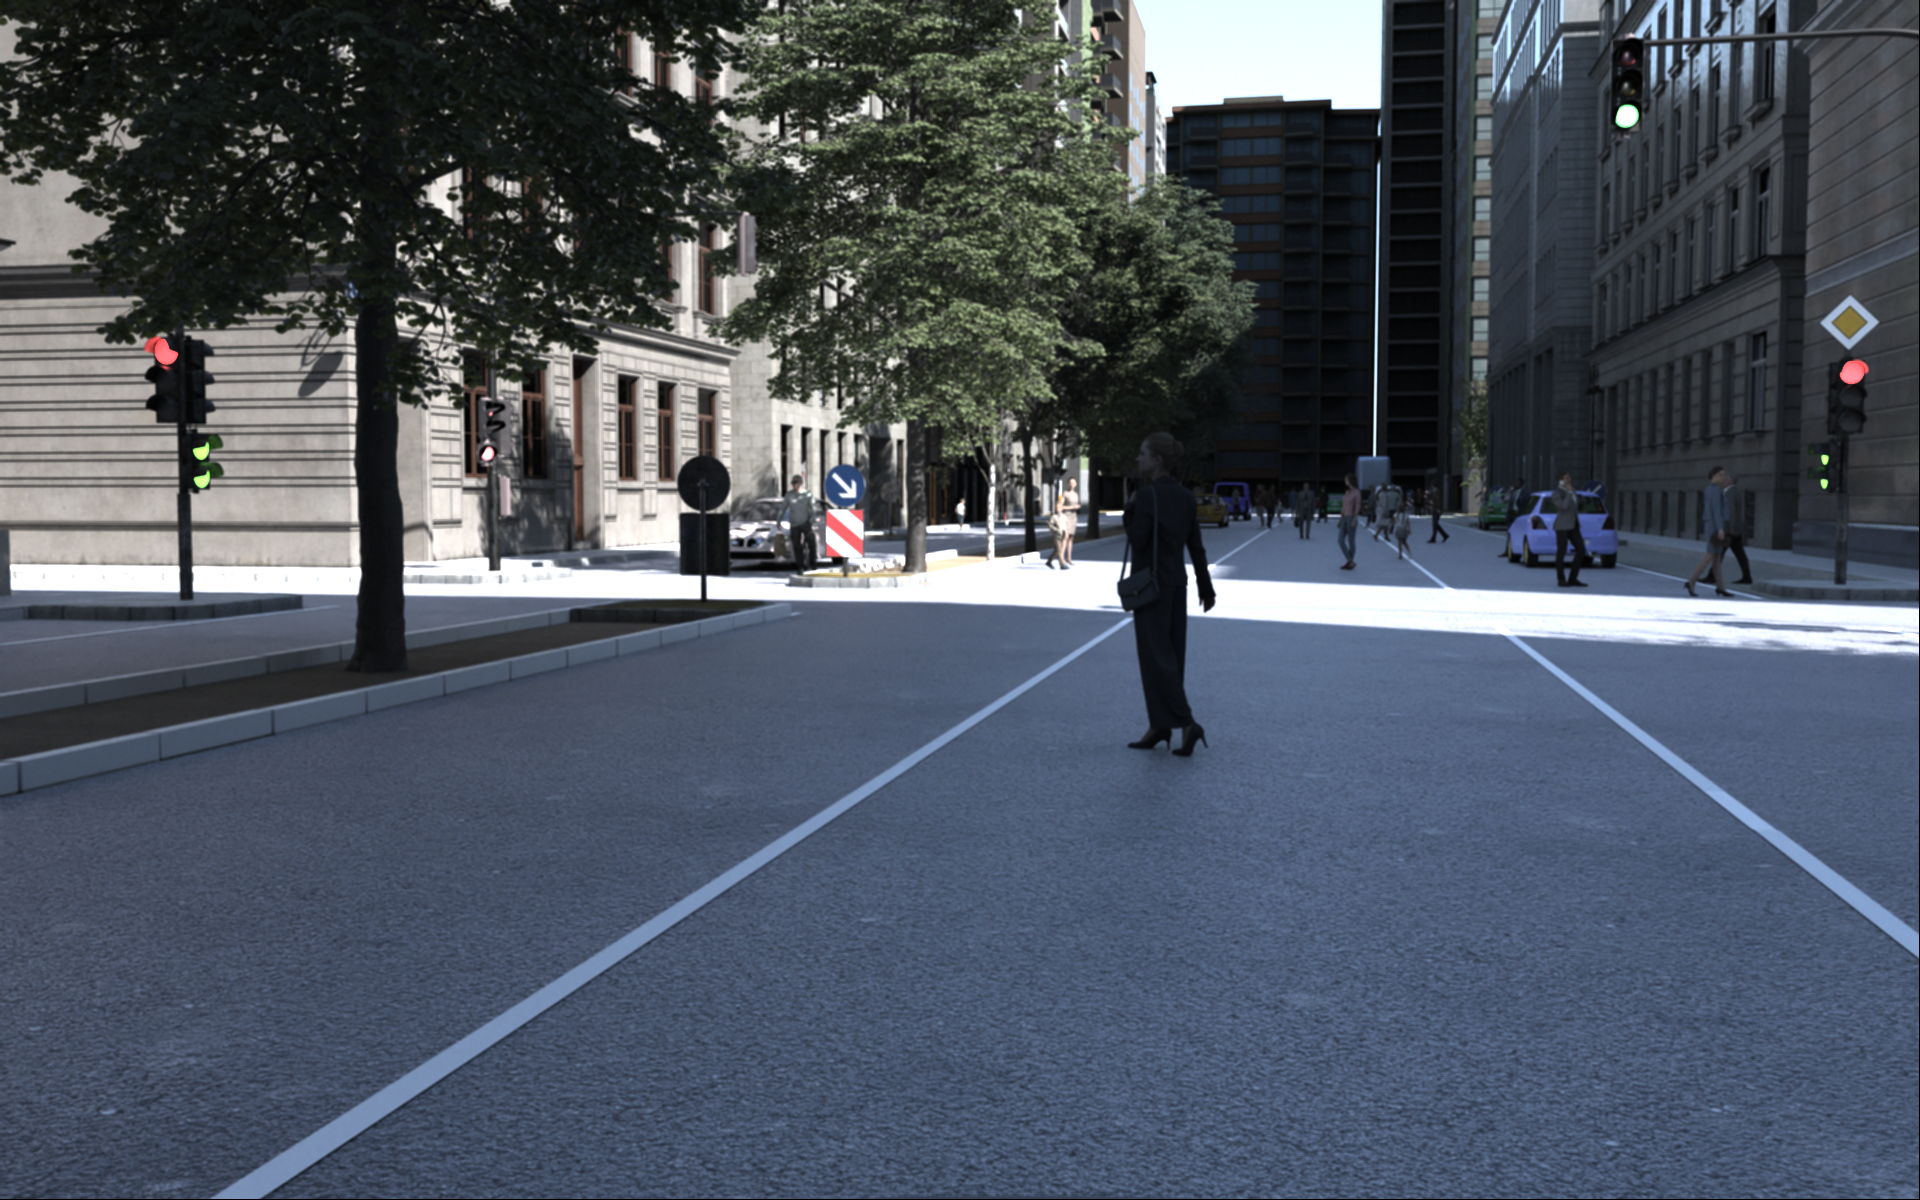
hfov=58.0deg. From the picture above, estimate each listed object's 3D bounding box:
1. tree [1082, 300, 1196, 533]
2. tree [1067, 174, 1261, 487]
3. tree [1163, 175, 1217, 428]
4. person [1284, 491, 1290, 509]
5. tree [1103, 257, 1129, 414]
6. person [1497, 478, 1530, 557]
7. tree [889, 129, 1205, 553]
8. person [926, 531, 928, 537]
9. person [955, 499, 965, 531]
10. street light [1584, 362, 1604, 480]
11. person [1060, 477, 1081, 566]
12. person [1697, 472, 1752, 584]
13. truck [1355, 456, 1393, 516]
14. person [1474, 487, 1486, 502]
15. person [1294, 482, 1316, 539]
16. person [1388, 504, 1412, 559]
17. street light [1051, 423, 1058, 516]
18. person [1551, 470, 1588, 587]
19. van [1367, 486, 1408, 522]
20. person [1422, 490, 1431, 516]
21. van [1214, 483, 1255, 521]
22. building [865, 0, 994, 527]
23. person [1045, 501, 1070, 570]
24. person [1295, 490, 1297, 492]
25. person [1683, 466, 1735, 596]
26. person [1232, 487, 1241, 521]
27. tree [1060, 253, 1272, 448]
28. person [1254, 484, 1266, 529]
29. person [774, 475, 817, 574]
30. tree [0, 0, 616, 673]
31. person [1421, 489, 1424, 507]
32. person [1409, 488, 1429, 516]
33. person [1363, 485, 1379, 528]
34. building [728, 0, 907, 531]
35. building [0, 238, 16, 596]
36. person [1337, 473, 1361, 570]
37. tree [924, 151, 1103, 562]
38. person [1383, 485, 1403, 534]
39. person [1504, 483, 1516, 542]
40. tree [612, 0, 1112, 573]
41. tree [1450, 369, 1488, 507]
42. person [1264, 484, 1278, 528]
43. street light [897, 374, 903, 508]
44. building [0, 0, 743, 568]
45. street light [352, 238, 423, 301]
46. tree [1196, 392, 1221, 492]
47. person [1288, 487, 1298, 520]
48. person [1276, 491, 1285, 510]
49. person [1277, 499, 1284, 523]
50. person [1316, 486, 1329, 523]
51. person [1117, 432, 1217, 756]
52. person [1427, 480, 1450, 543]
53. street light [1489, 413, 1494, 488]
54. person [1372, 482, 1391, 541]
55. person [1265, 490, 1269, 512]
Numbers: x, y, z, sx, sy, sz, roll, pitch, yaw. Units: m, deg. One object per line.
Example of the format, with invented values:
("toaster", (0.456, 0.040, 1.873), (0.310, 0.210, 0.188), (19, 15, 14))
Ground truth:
("tree", (6.087, -6.737, 62.971), (4.737, 8.622, 4.395), (0, 3, 0))
("tree", (7.691, -9.851, 70.183), (9.857, 13.997, 8.962), (0, 3, 0))
("tree", (4.217, -8.236, 55.235), (7.486, 12.596, 7.792), (0, 3, 0))
("person", (31.480, -9.623, 166.646), (0.445, 1.727, 0.742), (2, 4, 32))
("tree", (2.788, -5.914, 49.512), (4.360, 8.622, 3.978), (0, 3, 0))
("person", (12.604, -1.868, 39.223), (0.419, 1.800, 0.721), (-3, 4, -37))
("tree", (1.814, -6.441, 42.172), (8.767, 10.594, 7.601), (1, 4, 12))
("person", (-1.241, -2.801, 55.135), (0.643, 1.720, 0.563), (-2, 4, -26))
("person", (0.014, -3.309, 67.288), (0.352, 1.250, 0.332), (-3, 5, -43))
("street light", (22.183, -5.380, 60.745), (0.468, 5.910, 1.993), (1, 4, 12))
("person", (2.217, -1.592, 34.865), (0.599, 1.781, 0.374), (-3, 5, -42))
("person", (12.165, -1.140, 27.537), (0.834, 1.777, 0.661), (2, 4, 27))
("truck", (28.354, -7.827, 117.733), (2.967, 4.110, 18.799), (1, 4, 11))
("person", (32.043, -6.060, 105.951), (1.217, 1.723, 0.721), (1, 4, 14))
("person", (11.101, -2.883, 55.738), (0.694, 1.812, 0.767), (1, 4, 14))
("person", (9.676, -1.502, 38.075), (0.505, 1.210, 0.382), (0, 4, 6))
("street light", (5.362, -7.838, 100.931), (0.468, 5.910, 1.993), (1, 4, 12))
("person", (9.440, -1.110, 26.828), (0.592, 1.802, 0.473), (-1, 4, -19))
("van", (21.861, -4.985, 88.510), (2.013, 2.044, 4.112), (1, 4, 13))
("person", (30.492, -6.348, 113.213), (0.530, 1.710, 0.541), (-3, 5, -44))
("van", (15.011, -5.562, 95.325), (2.240, 2.365, 5.245), (1, 4, 12))
("building", (-6.078, -14.963, 74.318), (12.332, 23.373, 15.834), (1, 4, 12))
("person", (1.879, -1.233, 32.933), (0.640, 1.303, 0.475), (3, 5, 39))
("person", (33.729, -10.109, 173.745), (0.705, 1.831, 1.348), (-1, 4, -14))
("person", (10.515, -0.962, 24.256), (0.654, 1.822, 0.581), (2, 4, 27))
("person", (14.656, -5.079, 91.720), (0.473, 1.802, 0.592), (3, 4, 37))
("tree", (9.467, -10.291, 81.077), (12.009, 13.543, 11.850), (0, 3, 0))
("person", (12.337, -3.829, 71.084), (0.573, 1.828, 0.580), (-3, 5, -41))
("person", (-2.891, -1.309, 30.392), (0.782, 1.767, 0.515), (0, 4, 0))
("tree", (-4.697, -5.716, 14.039), (7.486, 12.596, 7.792), (0, 3, 0))
("person", (45.416, -10.035, 170.214), (0.705, 1.812, 1.348), (1, 4, 11))
("person", (29.475, -6.283, 111.357), (1.348, 1.807, 0.705), (0, 4, -4))
("person", (17.338, -3.922, 72.803), (0.728, 1.800, 0.709), (0, 4, 7))
("building", (-8.711, -12.449, 58.292), (10.420, 20.320, 16.860), (1, 4, 12))
("building", (-21.871, -9.419, 18.632), (19.286, 19.102, 10.561), (1, 4, 12))
("person", (7.384, -1.495, 32.951), (0.388, 1.821, 0.555), (-2, 4, -32))
("tree", (0.668, -5.104, 36.270), (4.360, 8.622, 3.978), (0, 3, 0))
("person", (15.581, -3.250, 62.128), (0.782, 1.767, 0.515), (1, 4, 10))
("person", (16.531, -2.589, 51.424), (0.593, 1.750, 0.643), (-2, 4, -34))
("tree", (-0.789, -6.690, 29.967), (7.486, 12.596, 7.792), (0, 3, 0))
("tree", (31.047, -9.272, 101.951), (4.737, 8.622, 4.395), (0, 3, 0))
("person", (12.953, -3.899, 72.161), (0.656, 1.842, 0.836), (2, 4, 24))
("street light", (-2.186, -5.647, 65.111), (0.468, 5.910, 1.993), (1, 4, 12))
("building", (-13.395, -12.456, 39.820), (11.583, 22.565, 21.152), (1, 4, 12))
("street light", (-9.674, -3.461, 29.374), (0.468, 5.910, 1.993), (1, 4, 12))
("tree", (11.491, -8.365, 89.583), (4.737, 8.622, 4.395), (0, 3, 0))
("person", (18.329, -5.298, 95.142), (0.581, 1.822, 0.654), (1, 4, 9))
("person", (29.240, -9.137, 158.568), (1.217, 1.739, 0.721), (-1, 4, -14))
("person", (15.843, -4.402, 85.495), (0.382, 1.210, 0.505), (0, 4, 3))
("person", (18.210, -4.819, 87.067), (0.659, 1.850, 0.755), (-1, 4, -22))
("person", (1.171, -0.043, 9.632), (0.534, 1.772, 0.576), (1, 4, 22))
("person", (14.069, -2.609, 51.073), (0.836, 1.842, 0.656), (-1, 4, -21))
("street light", (29.777, -7.595, 96.973), (0.468, 5.910, 1.993), (1, 4, 12))
("person", (12.757, -2.659, 52.330), (0.624, 1.780, 0.694), (0, 4, 4))
("person", (25.057, -8.096, 141.548), (0.721, 1.739, 1.217), (0, 4, -3))
